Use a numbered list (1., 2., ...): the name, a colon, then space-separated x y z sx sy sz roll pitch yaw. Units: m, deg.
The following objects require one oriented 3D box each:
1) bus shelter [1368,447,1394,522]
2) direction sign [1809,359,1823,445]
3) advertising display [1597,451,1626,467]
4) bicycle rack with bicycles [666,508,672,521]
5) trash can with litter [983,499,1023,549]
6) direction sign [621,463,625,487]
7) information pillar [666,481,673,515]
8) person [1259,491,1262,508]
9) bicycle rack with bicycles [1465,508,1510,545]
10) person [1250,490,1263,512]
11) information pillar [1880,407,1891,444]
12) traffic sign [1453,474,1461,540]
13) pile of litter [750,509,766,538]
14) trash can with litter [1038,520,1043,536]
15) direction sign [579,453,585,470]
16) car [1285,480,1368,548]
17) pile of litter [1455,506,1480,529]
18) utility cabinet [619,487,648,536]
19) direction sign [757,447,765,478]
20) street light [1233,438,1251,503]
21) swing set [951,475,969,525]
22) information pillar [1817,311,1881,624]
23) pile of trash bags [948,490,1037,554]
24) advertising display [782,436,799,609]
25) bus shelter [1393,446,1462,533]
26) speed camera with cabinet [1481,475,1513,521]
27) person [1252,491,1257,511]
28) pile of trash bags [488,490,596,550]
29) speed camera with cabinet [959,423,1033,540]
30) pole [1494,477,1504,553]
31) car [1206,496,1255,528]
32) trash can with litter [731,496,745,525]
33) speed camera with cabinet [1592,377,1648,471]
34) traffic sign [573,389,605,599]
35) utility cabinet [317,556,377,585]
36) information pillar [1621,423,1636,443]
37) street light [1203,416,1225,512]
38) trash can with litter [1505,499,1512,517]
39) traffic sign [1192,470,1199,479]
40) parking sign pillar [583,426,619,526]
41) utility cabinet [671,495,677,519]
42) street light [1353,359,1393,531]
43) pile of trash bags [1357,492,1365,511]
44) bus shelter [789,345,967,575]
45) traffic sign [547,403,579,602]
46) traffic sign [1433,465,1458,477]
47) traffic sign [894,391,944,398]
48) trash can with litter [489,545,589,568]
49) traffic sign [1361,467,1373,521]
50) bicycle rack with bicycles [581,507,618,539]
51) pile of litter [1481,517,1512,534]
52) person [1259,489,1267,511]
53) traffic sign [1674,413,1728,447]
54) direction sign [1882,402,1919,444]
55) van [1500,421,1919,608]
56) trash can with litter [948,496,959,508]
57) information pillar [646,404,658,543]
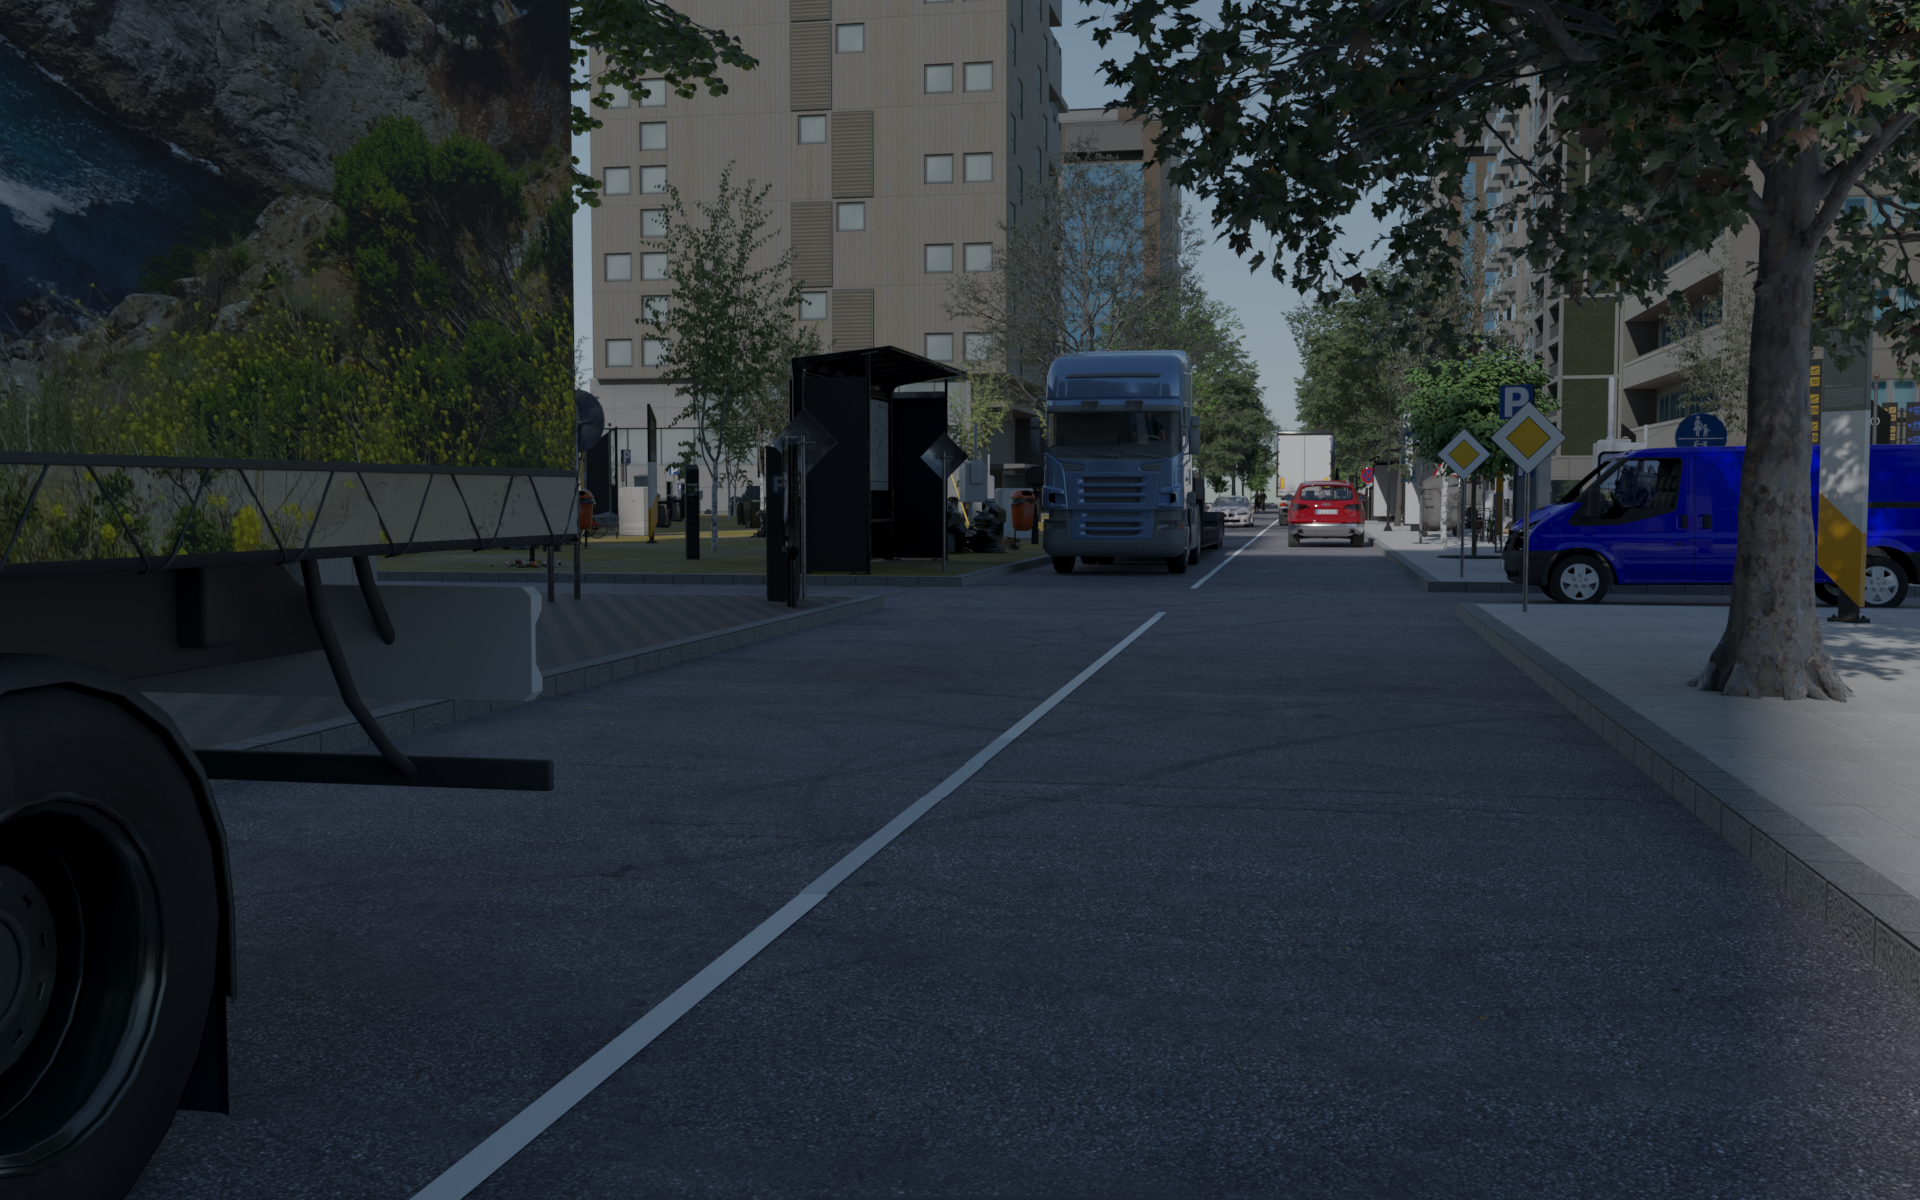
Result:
1. bus shelter: 19.409 -5.123 77.690 2.014 3.302 5.546 1 4 11
2. direction sign: 14.467 -2.261 28.960 0.379 3.537 0.876 -3 5 -43
3. advertising display: 10.037 -1.266 25.907 0.974 1.923 0.123 1 4 16
4. bicycle rack with bicycles: -14.751 -4.259 83.010 2.852 0.926 2.925 0 4 -1
5. trash can with litter: 1.015 -1.792 40.685 1.055 1.170 0.624 3 4 37
6. direction sign: -21.084 -7.113 108.289 0.379 3.537 0.876 -2 4 -24
7. information pillar: -16.597 -5.780 98.996 0.304 2.012 0.304 0 4 8
8. person: 30.728 -10.220 176.125 0.750 1.759 0.617 1 4 11
9. bicycle rack with bicycles: 14.254 -1.919 44.755 2.852 0.926 2.925 2 4 31
10. person: 23.830 -7.953 139.258 1.217 1.736 0.721 3 5 41
11. information pillar: 22.419 -3.117 42.312 0.504 3.616 0.183 3 5 45
12. traffic sign: 13.984 -2.959 48.489 0.768 2.556 0.104 1 4 14
13. pile of litter: -5.582 -2.276 51.176 1.176 0.858 1.719 -3 5 -40
14. trash can with litter: 1.637 -2.594 53.477 2.233 1.210 1.678 2 4 25
15. direction sign: -19.372 -5.991 89.943 0.876 3.537 0.379 2 4 28
16. car: 10.145 -2.407 48.033 2.281 1.827 5.304 1 4 12
17. pile of litter: 18.758 -3.067 64.118 1.719 0.858 1.176 0 4 -1
18. utility cabinet: -9.984 -2.722 53.175 1.173 1.500 0.318 3 5 40
19. direction sign: -9.233 -5.550 82.744 0.876 3.537 0.379 0 4 -2
20. street light: 23.291 -10.484 143.959 1.470 5.913 1.316 1 4 11
21. swing set: -1.696 -4.548 71.973 2.862 2.851 3.119 3 5 41
22. information pillar: 8.845 -1.586 17.283 0.183 3.616 0.504 -2 4 -30
23. pile of trash bags: 0.287 -1.740 38.200 3.447 1.369 1.912 -3 4 -38
24. advertising display: -1.938 -0.891 19.781 0.123 1.923 0.974 -1 4 -9
25. bus shelter: 15.513 -3.851 56.880 2.014 3.302 5.546 1 4 11
26. speed camera with cabinet: 25.609 -5.385 82.379 2.038 3.252 0.660 -3 5 -41
27. person: 25.291 -8.508 148.390 0.721 1.735 1.217 -1 4 -13
28. pile of trash bags: -10.229 -1.890 40.654 3.447 1.369 1.912 0 4 7
29. speed camera with cabinet: 1.024 -3.327 48.733 2.038 3.252 0.660 -1 4 -19
30. pole: 11.739 -2.679 37.643 0.158 3.312 0.155 0 3 0
31. car: 11.794 -3.854 75.371 2.083 1.381 4.827 1 4 12
32. trash can with litter: -8.838 -3.701 71.895 1.055 1.170 0.624 3 5 43
33. speed camera with cabinet: 11.441 -2.107 28.792 0.660 3.252 2.038 -1 4 -21
34. traffic sign: -4.672 -1.282 21.061 0.768 2.556 0.104 1 4 18
35. utility cabinet: -6.203 -0.367 17.156 0.306 1.237 1.020 1 4 18
36. information pillar: 21.866 -4.001 56.775 0.504 3.616 0.183 1 4 15
37. street light: 15.137 -8.013 103.557 1.470 5.913 1.316 1 4 11
38. trash can with litter: 30.402 -5.232 96.937 0.624 1.170 1.055 -1 4 -14
39. traffic sign: 12.258 -5.600 91.659 0.768 2.556 0.104 1 4 14
40. parking sign pillar: -14.233 -4.900 68.593 1.447 3.967 1.447 -2 4 -31
41. utility cabinet: -15.080 -4.904 91.339 0.306 1.237 1.020 0 4 -8
42. street light: 14.226 -5.327 59.644 1.470 5.913 1.316 1 4 11
43. pile of trash bags: 22.867 -5.366 97.489 1.912 1.369 3.447 2 4 28
44. bus shelter: -1.324 -2.404 30.587 1.731 3.624 6.357 1 4 11
45. traffic sign: -4.879 -1.252 20.579 0.768 2.556 0.104 1 4 16
46. traffic sign: 15.090 -3.285 53.714 0.884 2.594 0.081 1 4 15
47. traffic sign: -1.381 -2.491 34.596 2.265 3.308 0.079 1 4 17
48. trash can with litter: -7.556 -1.216 30.933 1.678 1.210 2.233 -1 4 -17
49. traffic sign: 19.559 -5.064 82.902 0.768 2.556 0.104 1 4 14
50. bicycle rack with bicycles: -11.308 -2.232 49.878 2.925 0.926 2.852 -3 4 -38
51. pile of litter: 17.777 -2.542 55.535 1.176 0.858 1.719 -1 4 -13
52. person: 25.127 -8.290 143.674 0.705 1.869 1.348 3 5 43
53. traffic sign: 11.609 -1.657 27.201 0.768 2.556 0.104 1 4 19
54. direction sign: 23.172 -3.101 42.700 0.876 3.537 0.379 2 4 28
55. van: 9.628 -1.077 21.988 5.245 2.365 2.240 1 4 13
56. trash can with litter: -0.343 -4.327 82.138 0.624 1.170 1.055 0 4 6
57. information pillar: -8.014 -3.286 45.088 0.183 3.616 0.504 1 4 11
